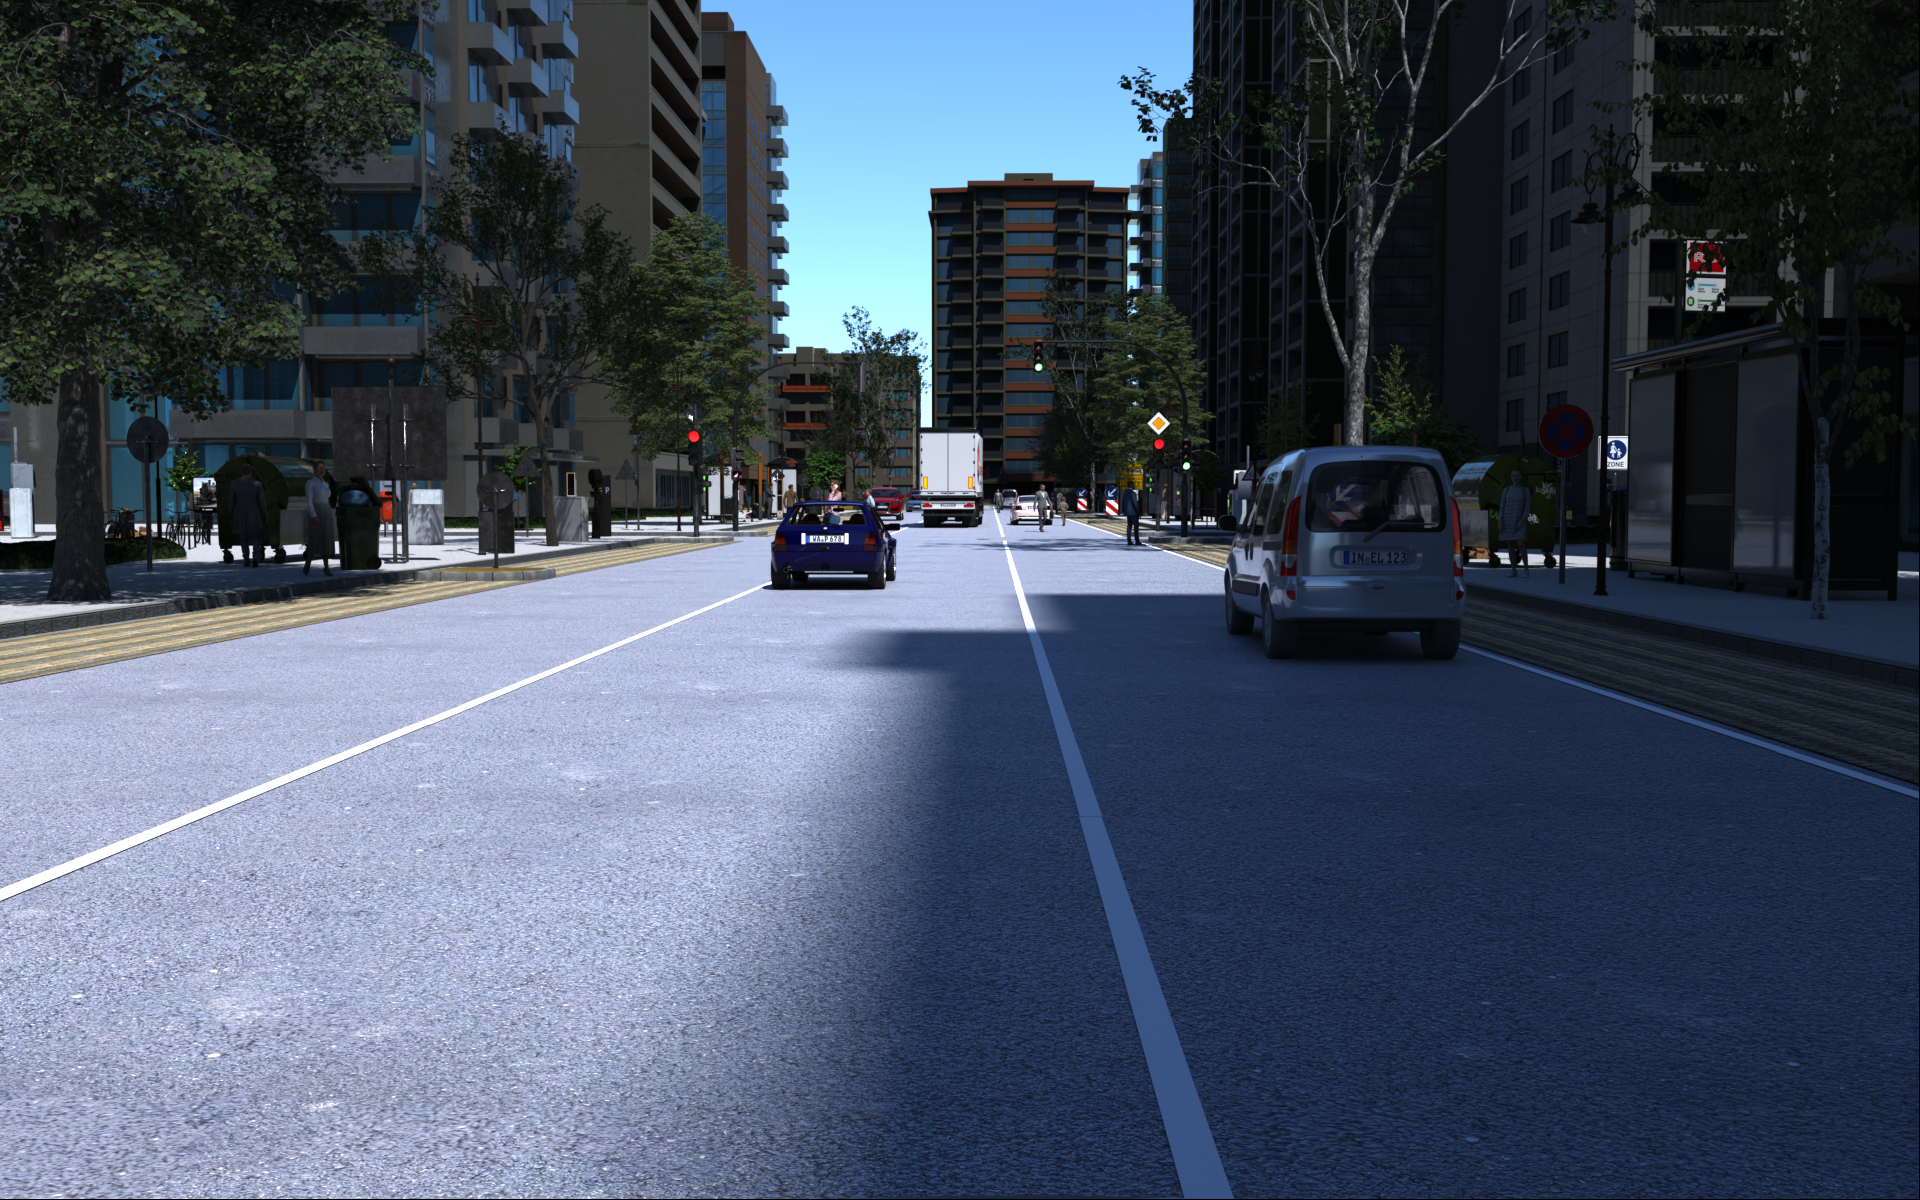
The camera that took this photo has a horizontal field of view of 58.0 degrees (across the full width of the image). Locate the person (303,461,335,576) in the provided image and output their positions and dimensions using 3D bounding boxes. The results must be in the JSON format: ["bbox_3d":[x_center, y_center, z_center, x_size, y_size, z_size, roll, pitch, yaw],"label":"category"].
[{"bbox_3d":[-10.067,-1.274,27.104,0.641,1.798,0.478,3,4,38],"label":"person"}]

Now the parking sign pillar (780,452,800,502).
[{"bbox_3d":[-11.365,-7.449,110.262,1.447,3.967,1.447,-3,4,-38],"label":"parking sign pillar"}]

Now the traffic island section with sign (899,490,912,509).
[{"bbox_3d":[-5.658,-9.352,161.538,1.989,1.847,2.006,0,4,1],"label":"traffic island section with sign"}]

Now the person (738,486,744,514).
[{"bbox_3d":[-14.178,-6.439,111.542,0.478,1.798,0.641,-3,5,-42],"label":"person"}]

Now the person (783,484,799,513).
[{"bbox_3d":[-7.094,-3.956,73.087,0.656,1.842,0.836,-2,4,-33],"label":"person"}]

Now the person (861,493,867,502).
[{"bbox_3d":[-8.174,-8.672,151.053,0.991,1.433,0.599,0,4,-3],"label":"person"}]

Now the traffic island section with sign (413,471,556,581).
[{"bbox_3d":[-7.934,-1.260,29.221,1.989,1.847,2.006,0,4,1],"label":"traffic island section with sign"}]

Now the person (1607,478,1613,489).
[{"bbox_3d":[22.788,-3.337,60.696,0.679,1.850,0.850,1,4,15],"label":"person"}]

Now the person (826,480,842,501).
[{"bbox_3d":[-2.733,-1.791,38.374,0.643,1.750,0.593,-1,4,-20],"label":"person"}]

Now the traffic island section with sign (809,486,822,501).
[{"bbox_3d":[-6.989,-4.622,84.198,1.989,1.847,2.006,0,4,1],"label":"traffic island section with sign"}]

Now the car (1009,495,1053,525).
[{"bbox_3d":[3.334,-4.208,81.170,2.083,1.381,4.827,0,4,0],"label":"car"}]

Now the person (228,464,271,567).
[{"bbox_3d":[-12.488,-1.488,30.474,0.694,1.812,0.767,-1,4,-13],"label":"person"}]

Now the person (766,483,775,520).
[{"bbox_3d":[-9.474,-4.959,86.925,0.447,1.846,0.655,0,4,3],"label":"person"}]

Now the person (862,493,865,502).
[{"bbox_3d":[-11.446,-12.032,203.560,0.742,1.727,0.445,-3,5,-42],"label":"person"}]

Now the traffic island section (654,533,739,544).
[{"bbox_3d":[-7.874,-1.794,51.620,2.009,0.180,2.903,0,4,1],"label":"traffic island section"}]

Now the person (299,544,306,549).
[{"bbox_3d":[-15.110,-1.988,40.355,0.589,1.601,0.330,-2,4,-33],"label":"person"}]

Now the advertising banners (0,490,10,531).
[{"bbox_3d":[-33.204,-3.881,59.638,2.074,3.025,0.090,-2,4,-35],"label":"advertising banners"}]

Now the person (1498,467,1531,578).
[{"bbox_3d":[8.570,-1.202,26.700,0.512,1.701,0.522,2,4,33],"label":"person"}]

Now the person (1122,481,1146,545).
[{"bbox_3d":[4.821,-2.433,48.455,0.419,1.800,0.721,-3,4,-39],"label":"person"}]

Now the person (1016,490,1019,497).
[{"bbox_3d":[5.570,-10.001,171.986,0.705,1.831,1.348,-3,5,-42],"label":"person"}]

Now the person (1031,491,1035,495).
[{"bbox_3d":[8.193,-11.293,193.148,1.348,1.824,0.705,1,4,15],"label":"person"}]

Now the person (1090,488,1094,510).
[{"bbox_3d":[10.822,-8.260,141.800,0.721,1.736,1.217,0,4,-7],"label":"person"}]

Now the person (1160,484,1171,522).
[{"bbox_3d":[9.568,-4.536,80.762,0.519,1.759,0.362,-2,4,-26],"label":"person"}]

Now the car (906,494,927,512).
[{"bbox_3d":[-3.307,-7.738,138.522,2.014,1.417,4.499,0,4,3],"label":"car"}]

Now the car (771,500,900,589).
[{"bbox_3d":[-1.948,-0.909,27.437,1.945,1.354,3.894,0,4,1],"label":"car"}]

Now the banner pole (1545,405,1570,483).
[{"bbox_3d":[16.685,-3.580,48.551,0.863,3.779,0.401,1,4,9],"label":"banner pole"}]

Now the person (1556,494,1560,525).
[{"bbox_3d":[20.990,-3.107,61.121,0.640,1.303,0.475,0,4,2],"label":"person"}]

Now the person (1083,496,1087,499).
[{"bbox_3d":[14.670,-12.160,204.938,0.705,1.814,1.350,2,4,34],"label":"person"}]

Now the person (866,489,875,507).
[{"bbox_3d":[-3.219,-3.137,61.601,0.330,1.601,0.589,-1,4,-13],"label":"person"}]

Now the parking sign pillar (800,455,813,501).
[{"bbox_3d":[-10.737,-7.973,118.836,1.447,3.967,1.447,2,4,30],"label":"parking sign pillar"}]

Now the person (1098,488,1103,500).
[{"bbox_3d":[10.198,-7.295,126.321,0.522,1.701,0.512,-2,4,-35],"label":"person"}]

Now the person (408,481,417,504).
[{"bbox_3d":[-19.103,-3.286,60.526,0.760,1.731,0.466,0,4,1],"label":"person"}]

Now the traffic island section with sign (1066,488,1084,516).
[{"bbox_3d":[7.704,-6.286,111.407,1.989,1.847,2.006,0,4,1],"label":"traffic island section with sign"}]

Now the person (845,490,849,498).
[{"bbox_3d":[-12.362,-10.912,184.970,1.217,1.766,0.721,-3,5,-41],"label":"person"}]

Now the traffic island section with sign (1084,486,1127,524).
[{"bbox_3d":[7.246,-4.638,84.456,1.989,1.847,2.006,0,4,1],"label":"traffic island section with sign"}]

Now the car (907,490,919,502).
[{"bbox_3d":[-3.448,-8.667,150.379,2.281,1.827,5.304,0,4,2],"label":"car"}]

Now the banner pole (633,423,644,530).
[{"bbox_3d":[-11.387,-4.342,61.016,0.401,3.779,0.863,0,4,0],"label":"banner pole"}]

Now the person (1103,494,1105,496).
[{"bbox_3d":[16.037,-11.156,188.407,1.348,1.831,0.705,3,5,41],"label":"person"}]

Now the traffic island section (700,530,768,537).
[{"bbox_3d":[-7.738,-2.283,59.604,2.009,0.180,2.903,0,4,1],"label":"traffic island section"}]

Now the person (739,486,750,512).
[{"bbox_3d":[-15.241,-7.131,122.405,0.755,1.850,0.659,1,4,14],"label":"person"}]

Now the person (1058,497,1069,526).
[{"bbox_3d":[4.653,-3.996,78.106,0.475,1.303,0.640,-1,4,-9],"label":"person"}]

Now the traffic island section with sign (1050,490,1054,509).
[{"bbox_3d":[9.019,-11.033,189.023,1.989,1.847,2.006,0,4,1],"label":"traffic island section with sign"}]

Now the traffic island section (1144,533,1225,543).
[{"bbox_3d":[6.665,-1.779,51.367,2.009,0.180,2.903,0,4,1],"label":"traffic island section"}]

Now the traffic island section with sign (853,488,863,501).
[{"bbox_3d":[-6.525,-6.292,111.502,1.989,1.847,2.006,0,4,1],"label":"traffic island section with sign"}]

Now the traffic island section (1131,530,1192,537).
[{"bbox_3d":[6.802,-2.267,59.351,2.009,0.180,2.903,0,4,1],"label":"traffic island section"}]

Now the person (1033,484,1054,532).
[{"bbox_3d":[3.130,-3.471,65.371,0.709,1.813,0.853,-2,4,-30],"label":"person"}]

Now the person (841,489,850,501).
[{"bbox_3d":[-11.996,-10.575,178.948,1.348,1.823,0.705,1,4,20],"label":"person"}]

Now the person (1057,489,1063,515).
[{"bbox_3d":[6.956,-6.808,120.373,0.480,1.755,0.524,0,4,-4],"label":"person"}]

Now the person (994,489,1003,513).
[{"bbox_3d":[2.903,-7.473,130.802,0.709,1.813,0.853,-1,4,-10],"label":"person"}]

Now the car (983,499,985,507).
[{"bbox_3d":[0.849,-7.075,127.682,2.014,1.417,4.499,0,4,0],"label":"car"}]

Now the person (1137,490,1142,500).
[{"bbox_3d":[21.101,-12.002,202.793,1.217,1.766,0.721,0,4,-3],"label":"person"}]

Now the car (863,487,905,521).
[{"bbox_3d":[-4.144,-5.276,94.940,2.281,1.827,5.304,0,3,0],"label":"car"}]

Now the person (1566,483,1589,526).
[{"bbox_3d":[20.755,-3.194,58.475,1.509,1.804,0.699,-2,4,-33],"label":"person"}]

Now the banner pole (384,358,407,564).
[{"bbox_3d":[-10.398,-2.551,31.721,0.401,3.779,0.863,-1,4,-14],"label":"banner pole"}]

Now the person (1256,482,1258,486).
[{"bbox_3d":[13.625,-4.454,78.965,0.850,1.850,0.679,-1,4,-13],"label":"person"}]

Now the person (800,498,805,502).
[{"bbox_3d":[-6.797,-3.718,73.970,0.332,1.250,0.352,2,4,28],"label":"person"}]
